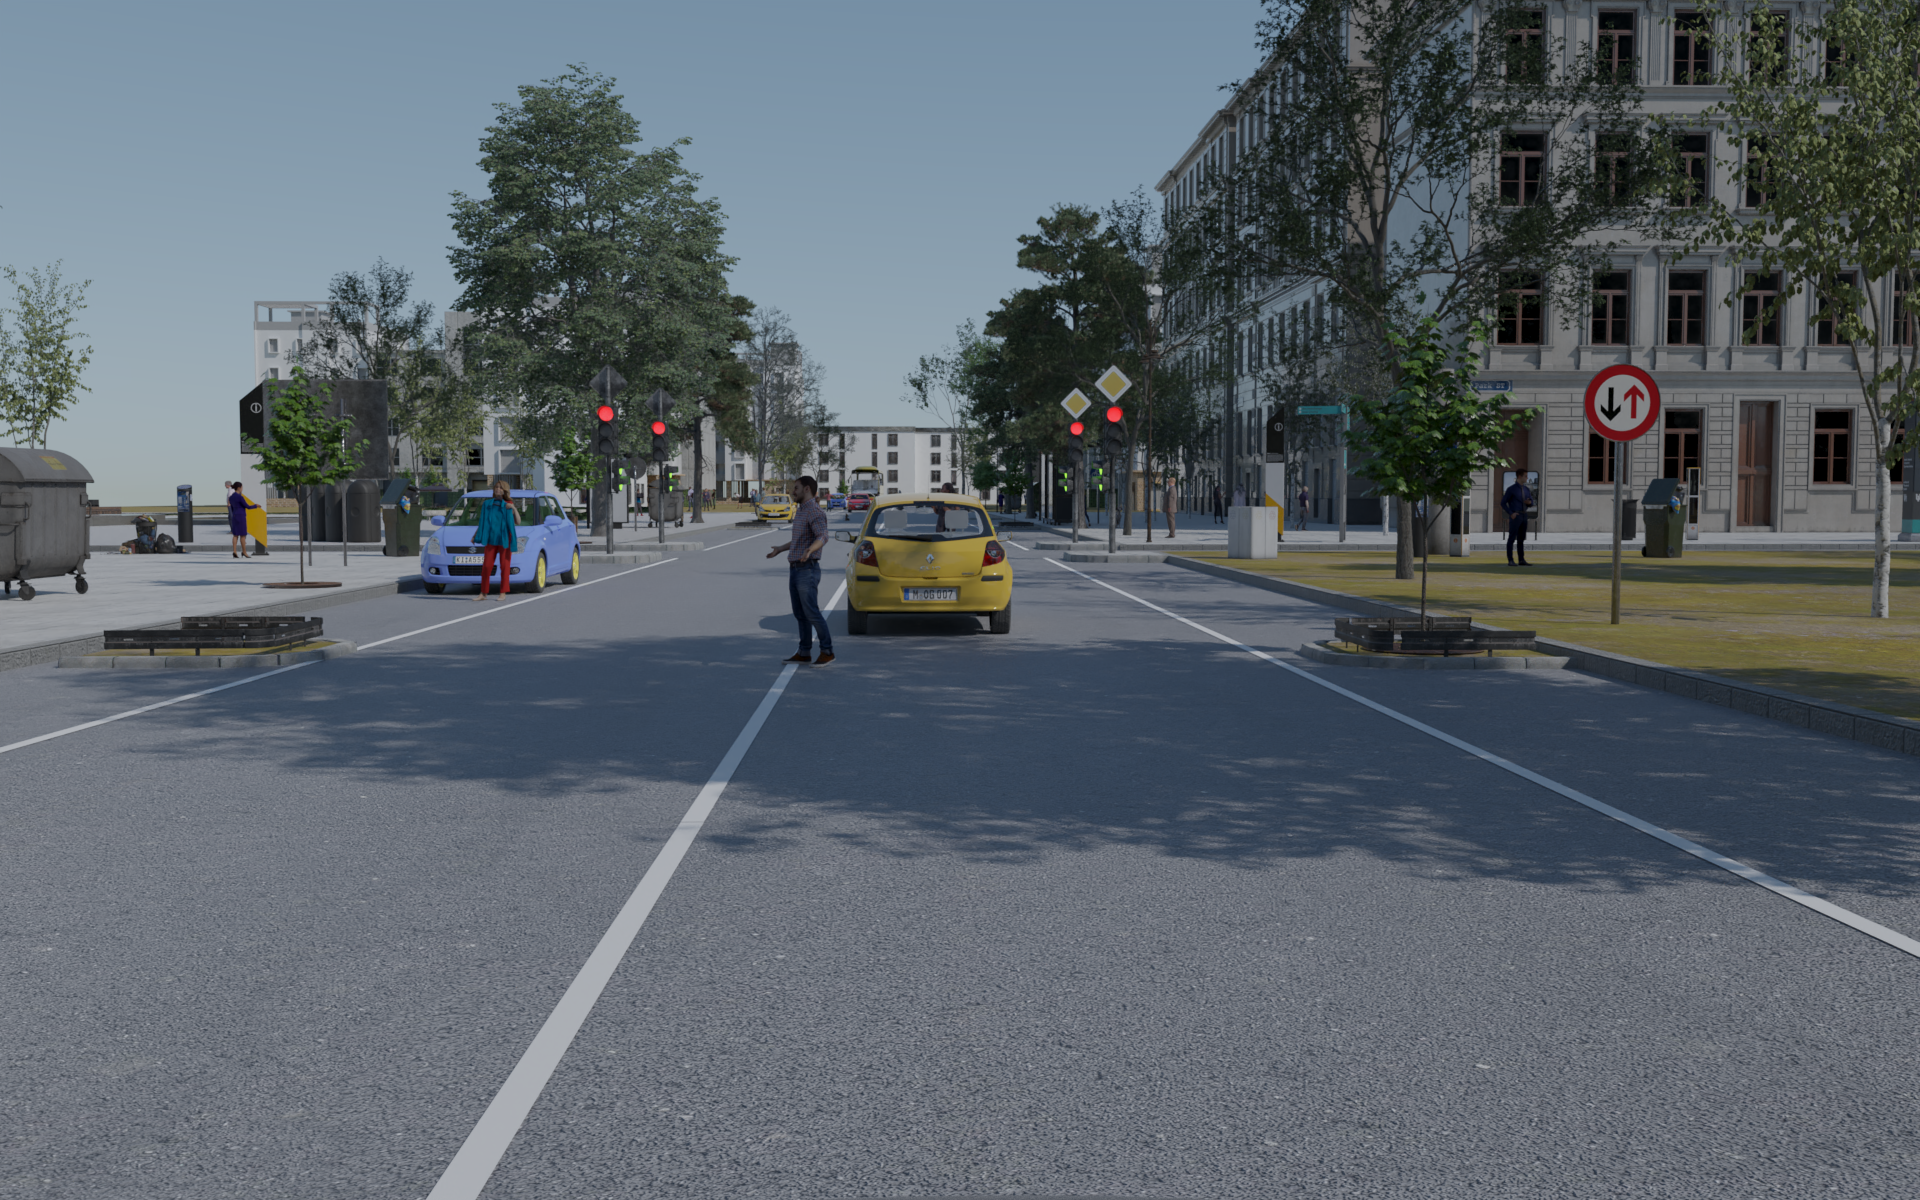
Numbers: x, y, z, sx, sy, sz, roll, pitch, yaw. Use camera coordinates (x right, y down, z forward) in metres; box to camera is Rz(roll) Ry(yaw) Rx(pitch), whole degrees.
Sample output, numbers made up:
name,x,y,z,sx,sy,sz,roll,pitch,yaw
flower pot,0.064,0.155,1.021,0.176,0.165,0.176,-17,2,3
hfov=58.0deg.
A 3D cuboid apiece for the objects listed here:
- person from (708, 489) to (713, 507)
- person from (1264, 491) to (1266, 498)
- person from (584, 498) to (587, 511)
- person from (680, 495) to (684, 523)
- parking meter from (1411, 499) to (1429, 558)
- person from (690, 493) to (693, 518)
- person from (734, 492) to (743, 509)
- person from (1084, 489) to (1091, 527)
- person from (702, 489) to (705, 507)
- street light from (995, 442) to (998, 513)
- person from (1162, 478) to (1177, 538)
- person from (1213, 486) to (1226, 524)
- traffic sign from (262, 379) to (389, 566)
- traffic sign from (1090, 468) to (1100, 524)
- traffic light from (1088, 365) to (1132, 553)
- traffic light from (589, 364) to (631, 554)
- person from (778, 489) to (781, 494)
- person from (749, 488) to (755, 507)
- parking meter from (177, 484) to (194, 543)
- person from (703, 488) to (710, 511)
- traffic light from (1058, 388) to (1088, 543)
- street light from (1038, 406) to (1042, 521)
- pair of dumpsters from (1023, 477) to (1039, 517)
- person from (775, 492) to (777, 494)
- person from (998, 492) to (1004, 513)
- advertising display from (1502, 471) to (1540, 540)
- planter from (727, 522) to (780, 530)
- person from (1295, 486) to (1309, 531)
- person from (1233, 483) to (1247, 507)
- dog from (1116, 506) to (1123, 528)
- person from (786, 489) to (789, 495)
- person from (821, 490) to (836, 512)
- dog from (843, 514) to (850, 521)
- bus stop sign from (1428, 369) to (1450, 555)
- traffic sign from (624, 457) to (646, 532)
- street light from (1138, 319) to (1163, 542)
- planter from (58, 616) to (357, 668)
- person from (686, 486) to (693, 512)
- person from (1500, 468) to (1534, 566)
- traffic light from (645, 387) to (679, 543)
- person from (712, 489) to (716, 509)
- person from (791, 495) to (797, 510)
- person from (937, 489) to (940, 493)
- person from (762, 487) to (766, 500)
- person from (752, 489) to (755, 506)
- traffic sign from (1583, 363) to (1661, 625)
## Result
name,x,y,z,sx,sy,sz,roll,pitch,yaw
person,-23.975,-9.712,165.381,0.990,1.755,0.434,-3,5,-42
person,14.099,-4.230,78.444,0.697,1.427,0.421,-1,4,-16
person,-19.714,-5.082,91.821,0.574,1.496,0.600,2,4,29
person,-12.614,-4.285,78.172,0.319,1.574,0.516,0,4,-4
parking meter,9.294,-1.631,35.071,0.372,1.533,0.369,0,3,0
person,-14.094,-5.145,92.026,0.647,1.594,0.662,1,4,20
person,-19.470,-8.723,151.853,0.799,1.438,0.628,-1,4,-20
person,4.912,-3.659,68.404,0.613,1.512,0.480,1,4,23
person,-24.963,-9.914,168.859,1.217,1.743,0.721,-1,4,-16
street light,2.582,-9.014,120.170,0.468,5.910,1.993,0,4,-2
person,6.128,-2.695,50.659,0.434,1.755,0.990,1,4,12
person,11.186,-4.104,74.614,0.593,1.643,0.415,1,4,15
traffic sign,-11.268,-2.257,30.773,2.265,3.308,0.079,0,4,4
traffic sign,5.984,-4.571,74.837,0.768,2.556,0.104,0,4,1
traffic light,3.272,-2.943,37.368,0.839,4.213,0.868,0,4,-2
traffic light,-7.483,-2.921,36.995,0.839,4.213,0.868,0,4,-2
person,-18.524,-10.503,177.773,0.705,1.823,1.348,-1,4,-9
person,-22.050,-11.023,186.135,0.709,1.838,0.599,2,4,28
parking meter,-20.452,-2.281,45.713,0.372,1.533,0.369,0,3,0
person,-19.100,-7.547,130.357,0.541,1.710,0.530,0,4,-6
traffic light,3.006,-3.431,45.349,0.839,4.213,0.868,0,4,-2
street light,3.842,-6.744,83.048,0.468,5.910,1.993,0,4,-2
pair of dumpsters,4.567,-5.901,98.978,1.574,2.255,4.436,0,4,-2
person,-21.354,-11.707,200.632,1.217,1.735,0.721,0,4,5
person,2.706,-6.455,113.959,0.453,1.535,0.546,0,4,-7
advertising display,15.558,-2.622,48.081,0.974,1.923,0.123,2,4,25
planter,-8.286,-2.973,69.749,1.991,0.319,1.994,0,4,-2
person,11.826,-3.156,59.859,0.471,1.553,0.569,1,4,11
person,11.205,-3.829,69.314,0.551,1.740,0.621,0,4,-7
dog,5.994,-3.151,65.896,0.513,0.831,0.800,1,4,15
person,-17.071,-10.022,170.429,0.721,1.766,1.217,0,4,2
person,-10.673,-8.033,140.560,1.217,1.743,0.721,-1,4,-17
dog,-6.102,-4.414,92.358,0.550,0.427,0.748,2,4,28
bus stop sign,10.099,-2.913,36.640,0.837,3.901,0.837,1,4,19
traffic sign,-11.112,-3.619,59.280,0.768,2.556,0.104,0,4,1
street light,5.034,-4.473,45.924,0.468,5.910,1.993,0,4,-2
planter,-6.471,0.359,15.263,1.991,0.319,1.994,0,4,-2
person,-19.786,-7.391,126.762,0.599,1.838,0.709,3,5,39
person,9.982,-1.473,30.824,0.576,1.737,0.504,-3,4,-37
traffic light,-7.749,-3.409,44.976,0.839,4.213,0.868,0,4,-2
person,-20.726,-8.467,145.300,0.721,1.723,1.217,-1,4,-10
person,-15.939,-9.922,169.054,1.217,1.735,0.721,2,4,24
person,-1.642,-7.326,128.417,0.705,1.807,1.348,2,4,23
person,-14.374,-7.393,126.994,0.705,1.814,1.350,1,4,13
person,-21.204,-10.573,179.439,0.750,1.759,0.617,3,5,42
traffic sign,6.456,-1.032,16.987,0.768,2.556,0.104,0,4,-1
